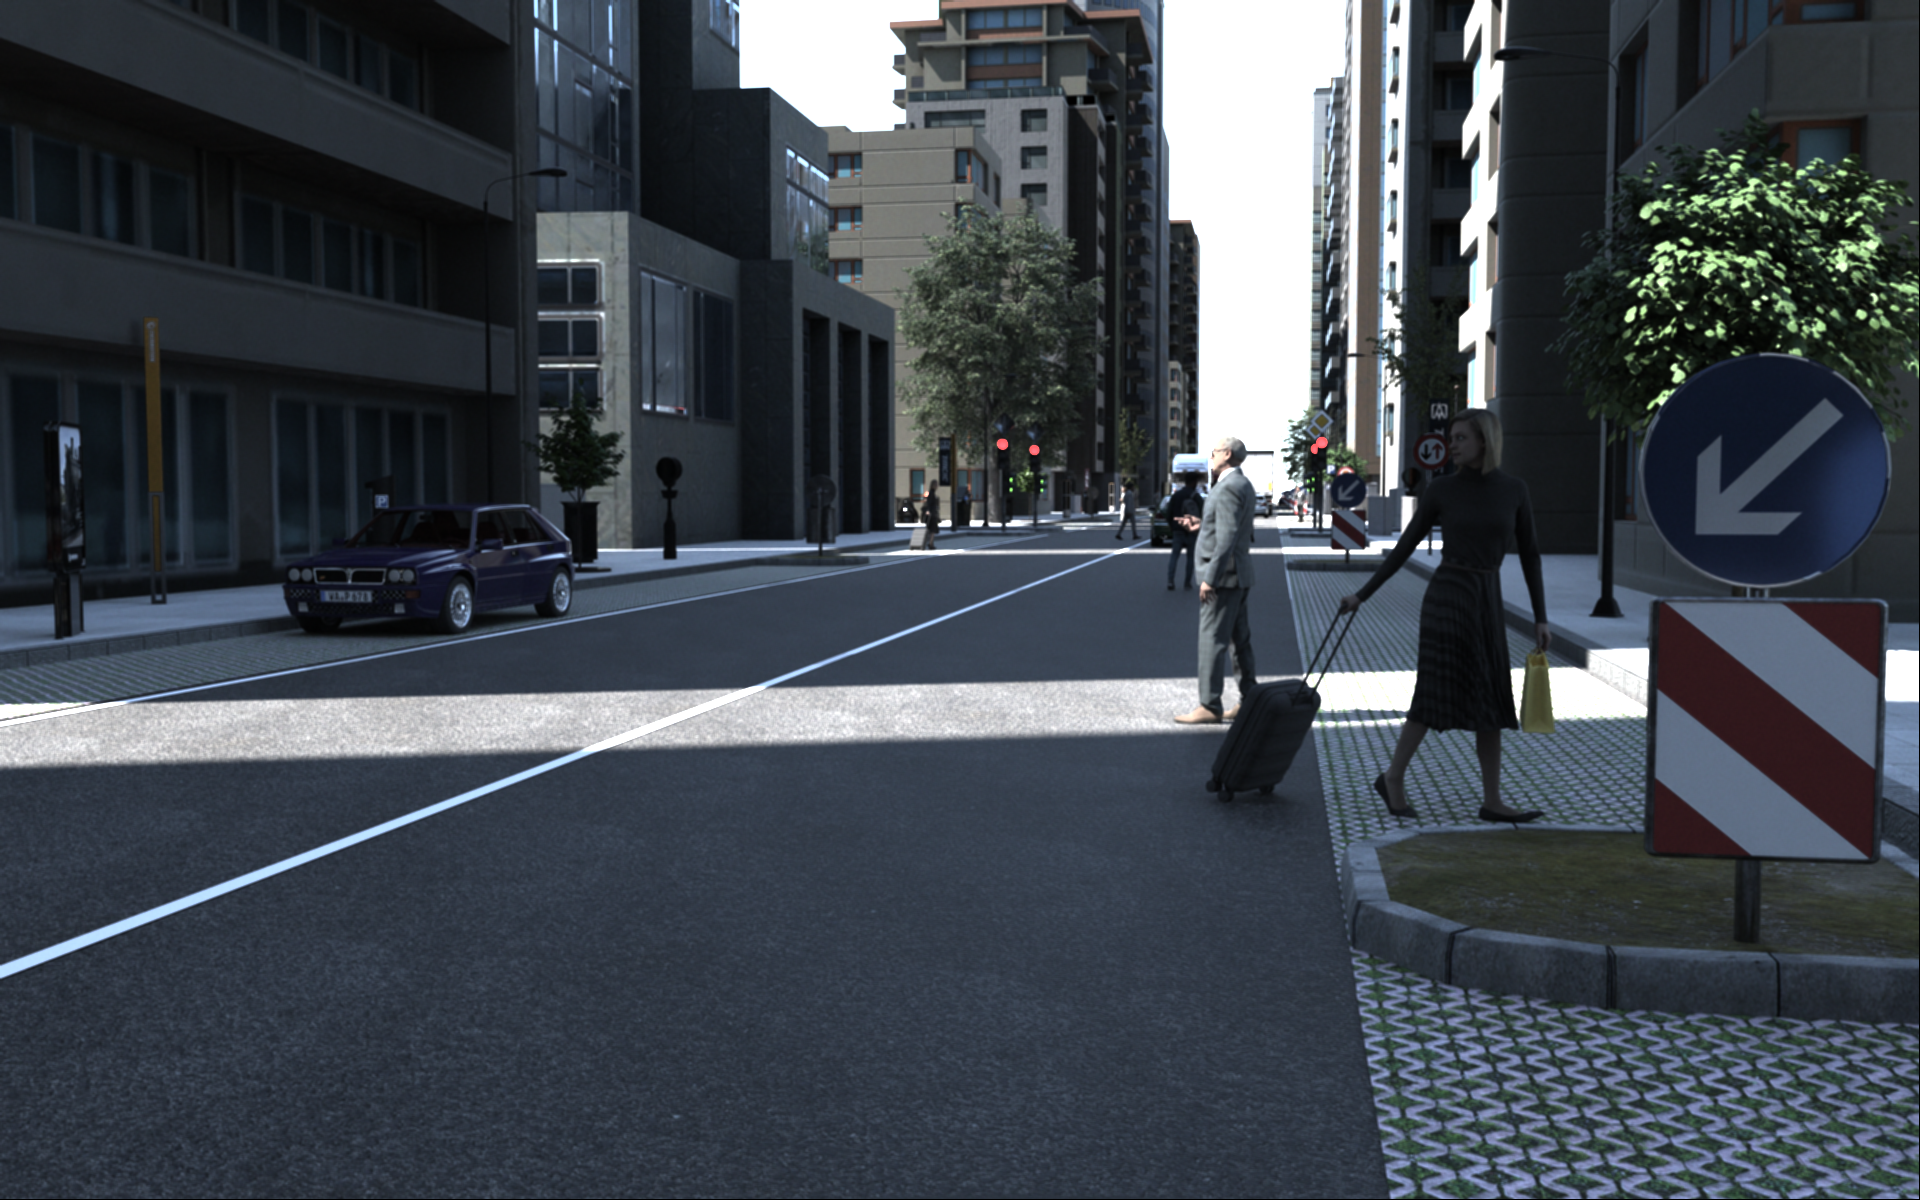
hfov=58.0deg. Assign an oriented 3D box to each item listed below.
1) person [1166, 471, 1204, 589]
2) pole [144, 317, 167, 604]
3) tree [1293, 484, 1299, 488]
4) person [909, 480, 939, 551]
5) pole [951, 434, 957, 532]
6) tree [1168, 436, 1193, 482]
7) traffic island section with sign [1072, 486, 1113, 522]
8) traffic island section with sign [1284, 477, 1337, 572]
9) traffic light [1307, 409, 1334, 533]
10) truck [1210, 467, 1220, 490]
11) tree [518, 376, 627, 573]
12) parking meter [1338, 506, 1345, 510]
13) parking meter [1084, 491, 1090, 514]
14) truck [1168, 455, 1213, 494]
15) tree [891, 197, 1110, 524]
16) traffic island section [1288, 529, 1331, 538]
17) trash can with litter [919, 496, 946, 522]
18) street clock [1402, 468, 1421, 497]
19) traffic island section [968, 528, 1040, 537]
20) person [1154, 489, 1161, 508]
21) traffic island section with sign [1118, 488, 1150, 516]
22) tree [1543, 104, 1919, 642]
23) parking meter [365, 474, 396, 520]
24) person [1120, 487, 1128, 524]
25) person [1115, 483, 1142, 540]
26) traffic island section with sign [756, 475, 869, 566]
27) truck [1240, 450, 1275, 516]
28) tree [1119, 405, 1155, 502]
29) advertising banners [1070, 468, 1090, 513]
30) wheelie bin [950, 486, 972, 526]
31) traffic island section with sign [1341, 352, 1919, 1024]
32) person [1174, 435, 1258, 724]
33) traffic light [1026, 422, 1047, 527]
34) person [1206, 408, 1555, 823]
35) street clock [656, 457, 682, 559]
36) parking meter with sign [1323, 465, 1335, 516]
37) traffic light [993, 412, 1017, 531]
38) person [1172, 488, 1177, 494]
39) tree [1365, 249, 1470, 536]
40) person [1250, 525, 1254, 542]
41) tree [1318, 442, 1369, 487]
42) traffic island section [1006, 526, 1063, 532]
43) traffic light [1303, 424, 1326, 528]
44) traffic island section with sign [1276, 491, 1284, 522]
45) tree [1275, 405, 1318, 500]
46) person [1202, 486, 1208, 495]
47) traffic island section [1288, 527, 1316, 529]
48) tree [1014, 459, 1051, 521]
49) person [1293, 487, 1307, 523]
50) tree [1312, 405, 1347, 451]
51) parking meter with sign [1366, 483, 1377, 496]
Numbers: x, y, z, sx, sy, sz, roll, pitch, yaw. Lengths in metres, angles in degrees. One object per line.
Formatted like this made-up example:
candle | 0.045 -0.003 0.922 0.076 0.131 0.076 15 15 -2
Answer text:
person | 3.398 -1.051 26.034 0.623 1.781 0.721 1 4 14
pole | -9.349 -1.607 20.118 0.158 3.312 0.155 0 3 0
tree | 56.397 -18.053 289.772 1.663 3.219 1.824 0 3 0
person | -0.872 -2.152 43.896 0.699 1.804 1.509 2 4 29
pole | -0.208 -3.974 58.813 0.158 3.312 0.155 0 3 0
tree | 27.728 -16.359 217.839 4.360 8.622 3.978 0 3 0
traffic island section with sign | 6.841 -4.923 89.114 1.989 1.847 2.006 1 4 10
traffic island section with sign | 7.184 -1.472 32.688 1.989 1.847 2.006 1 4 10
traffic light | 11.967 -4.193 57.472 0.839 4.253 0.868 1 4 10
truck | 27.914 -11.954 184.356 2.839 4.237 11.283 1 4 10
tree | -6.225 -2.075 28.521 1.663 3.219 1.824 0 3 0
parking meter | 22.586 -5.929 102.643 0.399 1.863 0.255 3 5 45
parking meter | 8.270 -6.397 113.002 0.372 1.533 0.369 0 3 0
truck | 16.682 -8.184 123.563 2.967 4.110 18.799 1 4 9
tree | 1.608 -10.317 75.334 9.857 13.997 8.962 0 3 0
traffic island section | 12.004 -2.159 57.579 2.009 0.180 2.903 1 4 10
trash can with litter | -1.463 -4.293 81.255 1.678 1.210 2.233 3 4 37
street clock | 12.404 -2.634 47.639 0.471 2.002 0.358 0 4 -5
traffic island section | 1.484 -2.275 59.481 2.009 0.180 2.903 1 4 10
person | 14.187 -7.087 124.559 0.511 1.800 0.466 1 4 20
traffic island section with sign | 11.650 -6.545 115.638 1.989 1.847 2.006 1 4 10
tree | 6.656 -1.892 14.642 4.285 4.588 4.351 0 3 0
parking meter | -7.376 -0.835 22.066 0.372 1.533 0.369 0 3 0
person | 7.900 -4.566 83.706 0.362 1.759 0.519 -1 4 -22
person | 5.287 -2.788 54.351 0.850 1.792 0.678 -1 4 -18
traffic island section with sign | -2.920 -1.624 35.175 1.989 1.847 2.006 1 4 10
truck | 19.590 -7.751 115.642 2.839 4.237 11.283 1 4 9
tree | 13.239 -11.531 138.898 4.737 8.622 4.395 0 3 0
advertising banners | 8.094 -7.389 116.991 0.090 3.025 2.074 3 5 44
wheelie bin | 0.049 -3.738 69.020 0.980 1.594 0.693 3 4 38
traffic island section with sign | 2.288 0.182 5.654 1.989 1.847 2.006 1 4 10
person | 1.606 -0.138 10.934 0.590 1.801 0.661 1 4 20
traffic light | 2.944 -4.788 67.197 0.839 4.253 0.868 1 4 10
person | 1.927 0.057 7.784 1.509 1.804 0.699 3 5 44
street clock | -5.717 -1.805 34.086 0.471 2.002 0.358 2 4 26
parking meter with sign | 22.153 -6.601 104.194 0.543 3.016 1.738 0 4 3
traffic light | 1.522 -4.307 59.339 0.839 4.253 0.868 1 4 10
person | 11.964 -5.369 96.764 0.782 1.767 0.515 1 4 11
tree | 14.613 -6.272 52.905 4.737 8.622 4.395 0 3 0
person | 8.498 -2.641 51.649 0.622 1.834 0.822 0 4 0
tree | 23.531 -7.556 107.257 4.285 4.588 4.351 0 3 0
traffic island section | 2.906 -2.756 67.339 2.009 0.180 2.903 1 4 10
traffic light | 13.389 -4.673 65.330 0.839 4.253 0.868 1 4 10
traffic island section with sign | 17.143 -4.840 87.756 1.989 1.847 2.006 1 4 10
tree | 43.912 -18.480 220.280 7.486 12.596 7.792 0 3 0
person | 12.411 -4.823 87.314 0.822 1.834 0.622 1 4 9
traffic island section | 13.426 -2.640 65.437 2.009 0.180 2.903 1 4 10
tree | 3.213 -5.340 81.918 1.663 3.219 1.824 0 3 0
person | 16.777 -4.693 85.415 0.473 1.802 0.592 -3 5 -40
tree | 31.260 -11.883 144.655 4.360 8.622 3.978 0 3 0
parking meter with sign | 27.553 -7.316 115.880 1.738 3.016 0.543 0 4 0
